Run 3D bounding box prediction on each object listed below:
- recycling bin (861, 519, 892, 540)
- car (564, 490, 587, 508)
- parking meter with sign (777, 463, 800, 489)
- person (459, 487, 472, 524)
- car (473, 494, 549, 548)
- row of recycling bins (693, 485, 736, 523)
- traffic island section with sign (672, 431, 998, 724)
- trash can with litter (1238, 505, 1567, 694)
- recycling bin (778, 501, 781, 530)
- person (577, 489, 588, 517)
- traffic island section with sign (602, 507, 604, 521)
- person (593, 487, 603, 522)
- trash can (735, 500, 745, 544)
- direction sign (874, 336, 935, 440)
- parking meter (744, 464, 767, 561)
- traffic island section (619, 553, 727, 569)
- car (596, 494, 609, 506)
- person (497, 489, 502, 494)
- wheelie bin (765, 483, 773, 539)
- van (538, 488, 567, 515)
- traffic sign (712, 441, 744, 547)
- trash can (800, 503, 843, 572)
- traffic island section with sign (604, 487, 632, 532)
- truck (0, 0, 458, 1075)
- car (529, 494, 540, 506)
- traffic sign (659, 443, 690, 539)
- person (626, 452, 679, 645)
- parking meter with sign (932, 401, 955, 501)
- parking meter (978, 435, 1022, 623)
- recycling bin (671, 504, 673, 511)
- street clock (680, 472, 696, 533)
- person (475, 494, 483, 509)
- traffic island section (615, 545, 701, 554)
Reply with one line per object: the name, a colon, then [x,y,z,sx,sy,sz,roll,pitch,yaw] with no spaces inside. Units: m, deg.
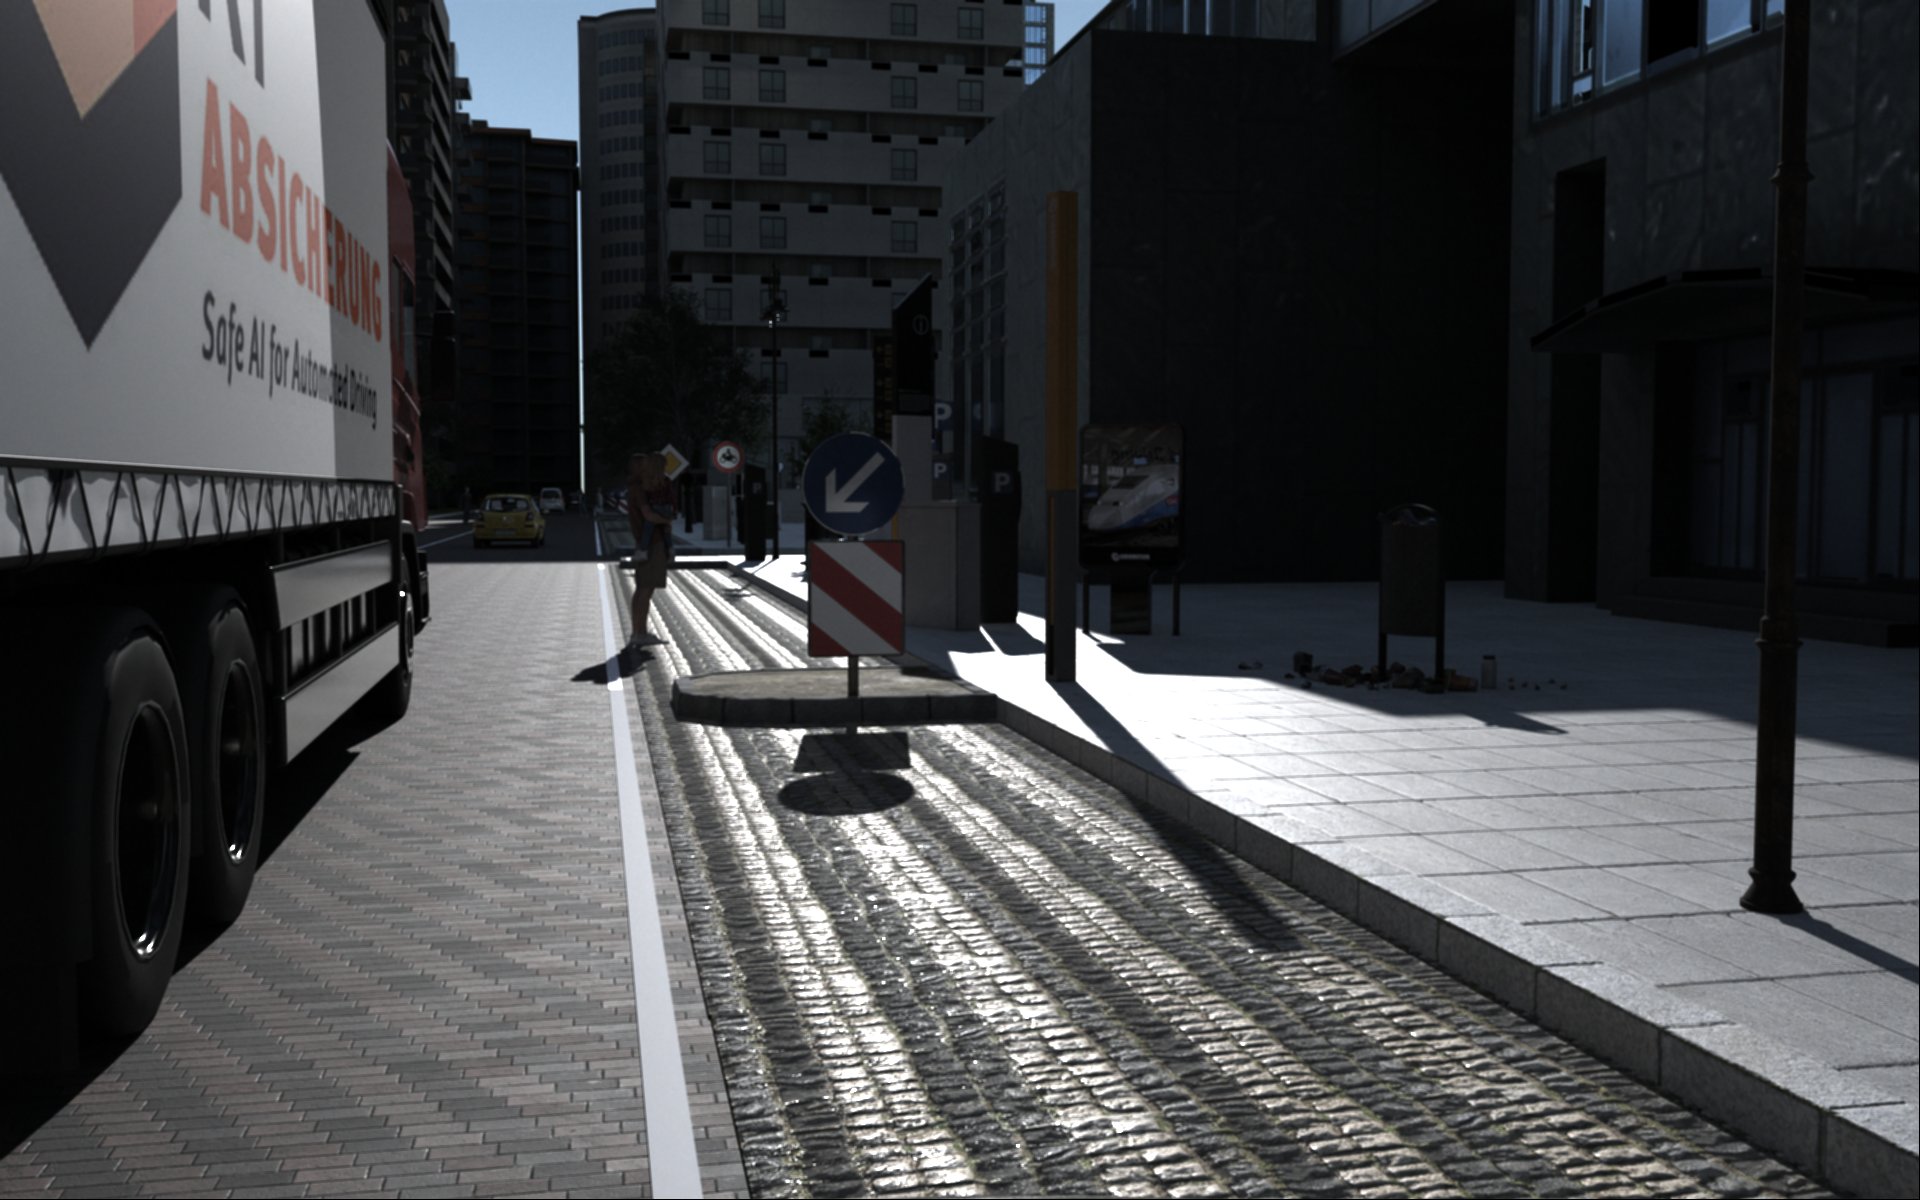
recycling bin: [-1.612,-1.365,34.880,0.722,1.027,0.722,-1,4,-8]
car: [-39.009,-10.209,175.595,2.281,1.827,5.304,-1,4,-12]
parking meter with sign: [-9.245,-6.098,95.970,1.738,3.016,0.543,2,4,25]
person: [-23.438,-4.476,82.098,0.534,1.772,0.576,1,4,12]
car: [-12.256,-2.262,47.215,2.015,1.641,3.980,-1,4,-10]
row of recycling bins: [-10.559,-4.389,78.871,3.534,1.692,1.069,-2,4,-35]
traffic island section with sign: [-0.931,-0.189,11.719,1.989,1.847,2.006,-1,4,-12]
trash can with litter: [2.890,-0.054,11.948,1.678,1.210,2.233,-2,4,-33]
recycling bin: [-6.724,-2.989,61.426,0.722,1.027,0.722,-1,4,-9]
person: [-23.803,-6.129,109.052,0.623,1.781,0.721,1,4,20]
traffic island section with sign: [-18.061,-5.128,92.475,1.989,1.847,2.006,-1,4,-12]
person: [-18.742,-4.952,89.825,0.624,1.780,0.694,-1,4,-20]
trash can: [-5.403,-2.002,44.386,0.748,1.137,0.748,0,3,0]
direction sign: [-0.799,-2.014,24.921,0.876,3.537,0.379,0,4,-5]
parking meter: [-3.931,-1.689,33.331,0.399,1.863,0.255,-2,4,-27]
traffic island section: [-5.696,-0.731,34.228,2.009,0.180,2.903,-1,4,-12]
car: [-37.150,-10.364,181.461,2.014,1.417,4.499,-1,4,-12]
person: [-39.355,-8.536,148.074,1.348,1.824,0.705,0,4,-4]
wheelie bin: [-5.688,-2.529,49.263,0.980,1.594,0.693,-3,5,-43]
van: [-28.535,-6.982,121.161,2.013,2.044,4.112,-1,4,-11]
traffic sign: [-5.571,-2.544,41.706,0.768,2.556,0.104,-1,4,-9]
trash can: [-2.142,-0.957,27.306,0.748,1.137,0.748,0,3,0]
traffic island section with sign: [-12.453,-3.516,66.107,1.989,1.847,2.006,-1,4,-12]
truck: [-3.990,-1.139,7.535,2.839,4.237,11.283,-1,4,-12]
car: [-43.527,-10.310,177.371,1.959,1.807,4.718,-1,4,-11]
traffic sign: [-5.718,-1.866,34.146,0.795,2.450,0.064,-1,4,-12]
person: [-2.959,-0.491,16.495,0.580,1.828,0.573,2,4,23]
parking meter with sign: [-0.379,-2.172,31.774,0.543,3.016,1.738,0,4,1]
parking meter: [0.392,-0.708,17.289,0.399,1.863,0.255,-1,4,-17]
recycling bin: [-15.984,-5.026,94.723,0.722,1.027,0.722,-2,4,-32]
street clock: [-8.987,-3.227,57.327,0.471,2.002,0.358,1,4,19]
person: [-34.164,-6.812,123.131,0.557,1.426,1.065,-3,5,-43]
traffic island section: [-7.354,-1.208,42.040,2.009,0.180,2.903,-1,4,-12]
